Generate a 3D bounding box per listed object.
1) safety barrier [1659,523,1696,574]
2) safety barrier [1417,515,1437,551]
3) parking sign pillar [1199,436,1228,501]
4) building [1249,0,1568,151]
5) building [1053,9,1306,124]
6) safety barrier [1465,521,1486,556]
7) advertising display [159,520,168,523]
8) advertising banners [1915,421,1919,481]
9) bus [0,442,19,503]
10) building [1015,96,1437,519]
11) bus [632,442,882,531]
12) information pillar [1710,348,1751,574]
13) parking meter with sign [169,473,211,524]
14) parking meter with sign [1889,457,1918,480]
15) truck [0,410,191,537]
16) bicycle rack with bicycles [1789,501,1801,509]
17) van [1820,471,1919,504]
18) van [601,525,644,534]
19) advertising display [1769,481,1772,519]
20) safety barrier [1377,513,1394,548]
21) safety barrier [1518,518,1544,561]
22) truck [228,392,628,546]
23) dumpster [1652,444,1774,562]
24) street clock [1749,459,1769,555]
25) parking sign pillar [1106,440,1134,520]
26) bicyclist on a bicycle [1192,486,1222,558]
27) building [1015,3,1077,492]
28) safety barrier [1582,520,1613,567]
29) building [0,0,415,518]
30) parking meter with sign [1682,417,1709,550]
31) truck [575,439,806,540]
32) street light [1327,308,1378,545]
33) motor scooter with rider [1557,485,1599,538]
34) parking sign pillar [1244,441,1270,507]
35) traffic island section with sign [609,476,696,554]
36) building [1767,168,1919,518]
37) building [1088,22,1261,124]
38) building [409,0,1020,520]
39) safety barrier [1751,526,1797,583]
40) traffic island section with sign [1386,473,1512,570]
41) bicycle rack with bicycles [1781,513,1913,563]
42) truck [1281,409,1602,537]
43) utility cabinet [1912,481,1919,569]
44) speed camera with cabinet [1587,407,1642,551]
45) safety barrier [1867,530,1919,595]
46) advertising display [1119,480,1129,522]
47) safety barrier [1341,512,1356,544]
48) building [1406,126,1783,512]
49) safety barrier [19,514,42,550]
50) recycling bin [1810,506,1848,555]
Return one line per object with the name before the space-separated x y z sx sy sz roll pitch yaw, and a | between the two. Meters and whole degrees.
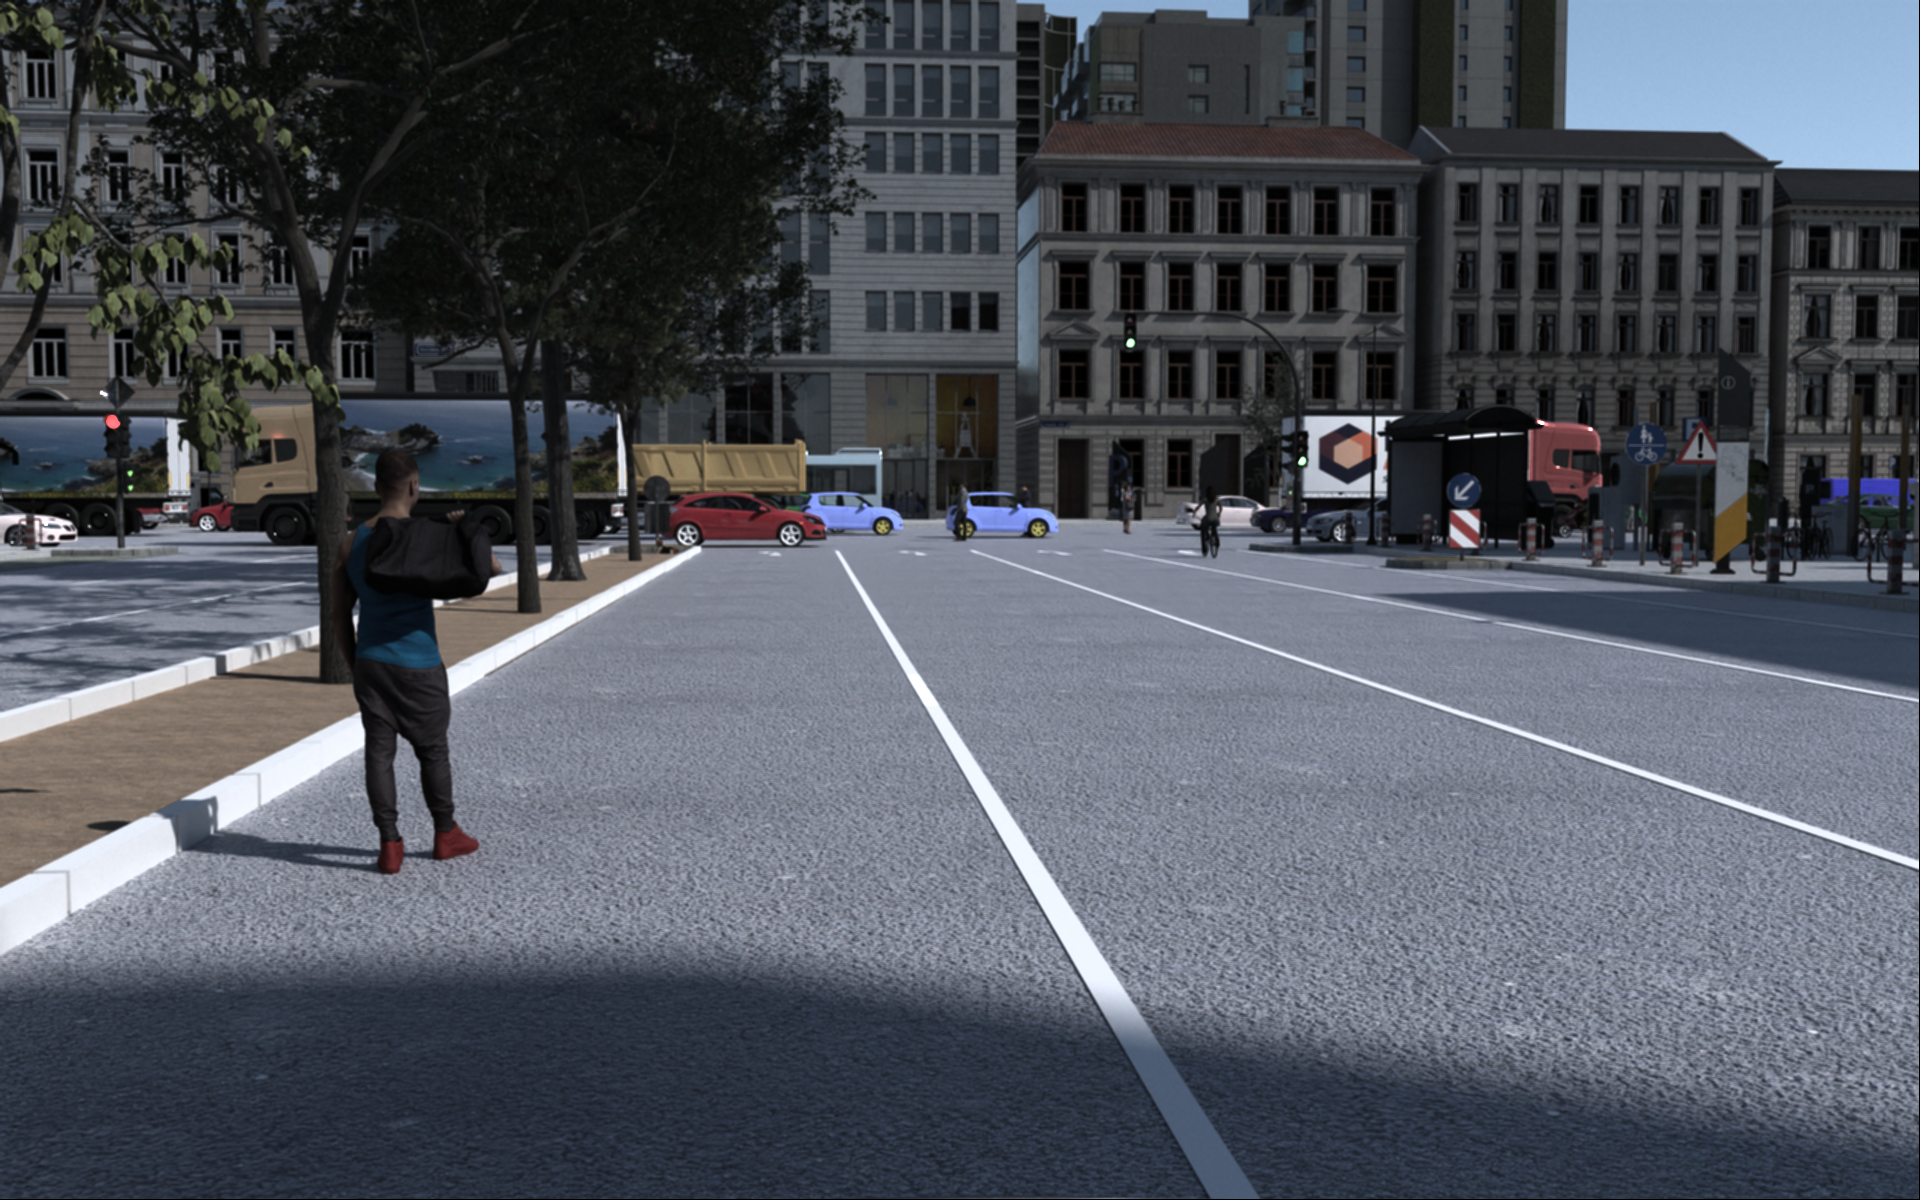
safety barrier | 11.471 -0.822 27.718 0.300 0.817 1.120 0 4 -5
safety barrier | 10.459 -1.501 38.812 0.300 0.817 1.120 0 4 -5
parking sign pillar | 11.814 -5.643 80.740 1.447 3.967 1.447 0 4 -4
building | 46.920 -39.296 184.492 28.212 58.520 21.231 0 4 -5
building | 21.647 -34.111 177.326 23.786 49.044 30.456 0 4 -5
safety barrier | 10.711 -1.330 36.026 0.300 0.817 1.120 0 4 -5
advertising display | -35.701 -4.432 77.674 0.123 1.923 0.974 0 4 5
advertising banners | 23.449 -2.827 42.404 0.090 3.025 2.074 2 4 31
bus | -35.513 -3.728 52.501 12.252 3.916 2.896 0 4 -4
building | 13.357 -15.761 93.853 21.152 22.565 11.583 0 4 -5
bus | -9.786 -4.545 69.168 13.247 3.499 2.948 0 4 -5
information pillar | 12.354 -2.226 27.749 0.504 3.616 0.183 1 4 10
parking meter with sign | -33.548 -4.846 75.495 0.543 3.016 1.738 3 5 43
parking meter with sign | 44.920 -5.242 81.973 1.738 3.016 0.543 0 4 -5
truck | -32.334 -4.273 58.778 11.283 4.237 2.839 0 4 -6
bicycle rack with bicycles | 42.680 -4.505 87.033 2.852 0.926 2.925 1 4 17
van | 35.630 -3.835 67.090 5.245 2.365 2.240 0 4 -6
van | -10.897 -3.552 62.465 5.245 2.365 2.240 0 4 -4
advertising display | 40.837 -5.060 87.948 0.123 1.923 0.974 -1 4 -10
safety barrier | 10.204 -1.670 41.580 0.300 0.817 1.120 0 4 -5
safety barrier | 10.963 -1.161 33.257 0.300 0.817 1.120 0 4 -5
truck | -15.154 -3.657 48.698 11.283 4.237 2.839 0 4 -4
dumpster | 14.605 -1.903 33.606 1.502 2.255 1.985 0 4 -5
street clock | 16.659 -1.940 36.289 0.471 2.002 0.358 2 4 25
parking sign pillar | 7.957 -5.954 85.815 1.447 3.967 1.447 -3 5 -40
bicyclist on a bicycle | 5.634 -1.780 39.118 1.499 1.676 1.625 0 4 -4
building | 6.749 -50.027 256.191 20.611 71.187 20.563 0 4 -5
safety barrier | 11.219 -0.992 30.487 0.300 0.817 1.120 0 4 -5
building | -37.520 -18.618 90.314 20.117 28.700 13.634 0 4 -5
parking meter with sign | 17.189 -2.670 39.911 0.543 3.016 1.738 3 5 41
truck | -9.812 -3.610 54.951 9.791 3.379 3.469 0 4 -4
street light | 9.845 -4.337 43.456 1.470 5.913 1.316 0 4 -5
motor scooter with rider | 20.484 -2.914 56.613 1.986 1.779 0.876 0 4 -6
parking sign pillar | 14.880 -6.017 86.849 1.447 3.967 1.447 -3 5 -44
traffic island section with sign | -7.487 -2.100 42.476 2.006 1.907 1.989 0 4 -5
building | 51.813 -14.153 96.030 19.286 19.102 10.561 0 4 -5
building | 18.238 -28.828 154.933 14.154 41.232 14.086 0 4 -5
building | -12.357 -19.138 90.405 29.804 29.767 11.434 0 4 -5
safety barrier | 11.720 -0.653 24.948 0.300 0.817 1.120 0 4 -5
traffic island section with sign | 9.418 -1.535 33.731 1.989 1.847 2.006 0 4 -5
bicycle rack with bicycles | 17.076 -1.242 33.681 2.925 0.926 2.852 -3 5 -40
truck | 16.725 -4.285 58.976 11.283 4.237 2.839 0 4 -6
utility cabinet | 16.796 -1.269 29.433 1.173 1.500 0.318 -1 4 -18
speed camera with cabinet | 15.125 -2.790 39.959 0.660 3.252 2.038 0 4 0
safety barrier | 11.978 -0.483 22.180 0.300 0.817 1.120 0 4 -5
advertising display | 7.676 -4.646 81.169 0.123 1.923 0.974 2 4 28
safety barrier | 9.951 -1.839 44.349 0.300 0.817 1.120 0 4 -5
building | 33.117 -14.991 94.246 18.267 20.994 9.793 0 4 -5
safety barrier | -21.317 -1.556 39.724 0.300 0.817 1.120 0 4 -5
recycling bin | 18.612 -1.496 37.021 0.722 1.027 0.722 2 4 29
